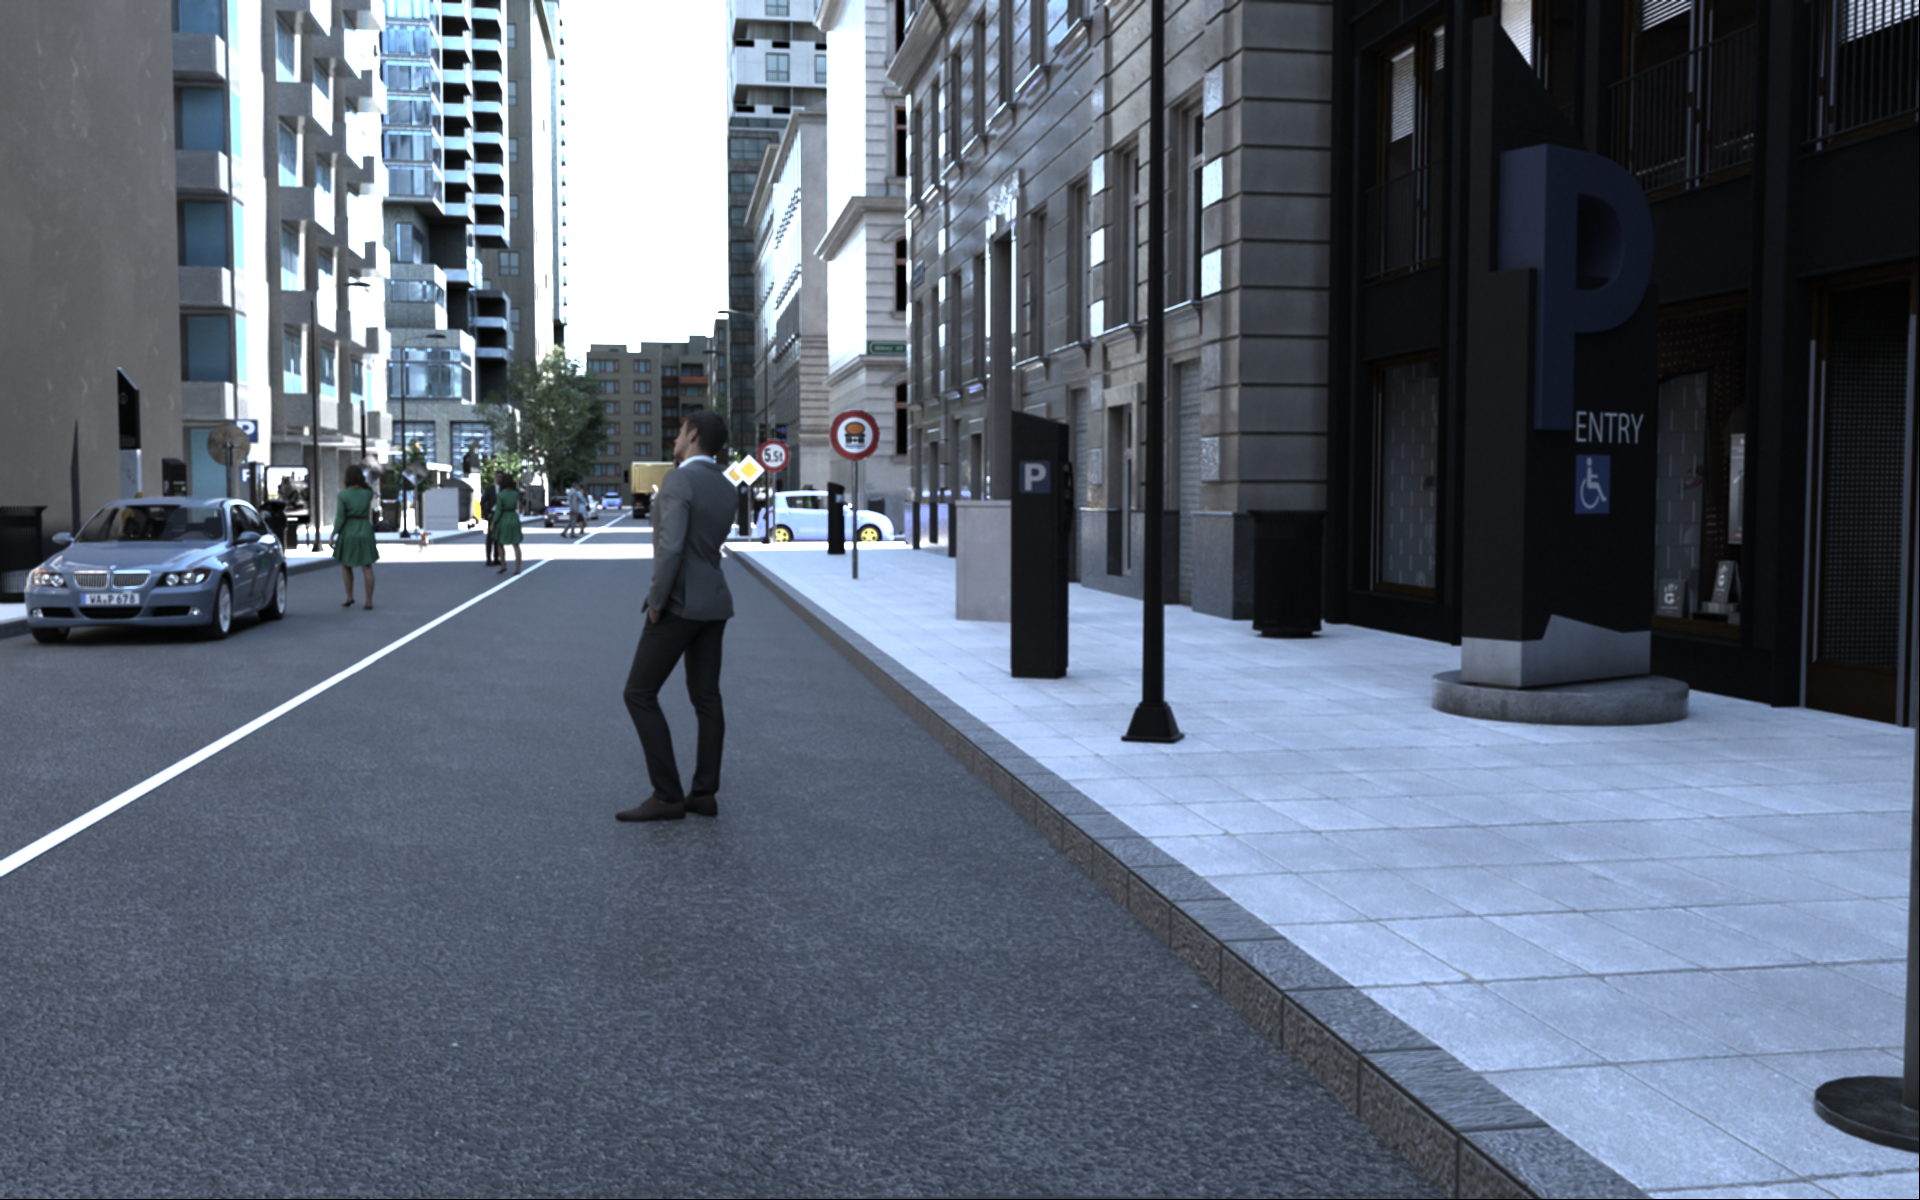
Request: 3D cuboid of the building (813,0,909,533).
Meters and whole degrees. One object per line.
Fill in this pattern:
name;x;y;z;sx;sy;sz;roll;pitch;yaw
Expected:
building;6.776;-16.880;63.377;23.554;28.519;14.401;-1;4;-10

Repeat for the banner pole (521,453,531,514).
banner pole;-26.322;-7.048;105.251;0.401;3.779;0.863;3;4;36

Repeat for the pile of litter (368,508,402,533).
pile of litter;-19.532;-2.681;57.796;1.719;0.858;1.176;1;4;14

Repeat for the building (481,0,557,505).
building;-56.106;-36.025;178.244;27.495;52.752;28.713;-1;4;-10

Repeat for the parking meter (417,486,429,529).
parking meter;-19.851;-3.568;64.051;0.255;1.863;0.399;3;5;42

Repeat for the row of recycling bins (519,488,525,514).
row of recycling bins;-28.924;-6.350;110.938;1.069;1.692;3.534;1;4;22

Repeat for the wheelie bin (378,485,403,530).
wheelie bin;-20.540;-3.341;62.534;0.980;1.594;0.693;0;4;-1

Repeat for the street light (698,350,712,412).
street light;-7.597;-5.102;55.952;1.470;5.913;1.316;-1;4;-10

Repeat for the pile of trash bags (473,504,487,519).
pile of trash bags;-25.495;-4.731;87.101;1.912;1.369;3.447;3;5;44

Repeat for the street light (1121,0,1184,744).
street light;0.476;-2.218;8.808;1.470;5.913;1.316;-1;4;-10

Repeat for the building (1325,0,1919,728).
building;11.040;-11.019;9.837;12.332;23.373;15.834;-1;4;-10

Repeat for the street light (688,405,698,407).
street light;-13.492;-7.211;90.447;1.470;5.913;1.316;-1;4;-10

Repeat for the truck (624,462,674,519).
truck;-18.493;-6.641;104.502;3.469;3.379;9.791;-1;4;-11

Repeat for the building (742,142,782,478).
building;-5.283;-17.072;112.413;16.112;22.955;30.059;-1;4;-10

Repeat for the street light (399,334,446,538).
street light;-15.601;-4.755;50.289;1.470;5.913;1.316;-1;4;-10

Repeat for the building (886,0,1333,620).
building;6.280;-14.212;29.631;12.463;27.353;25.104;-1;4;-10

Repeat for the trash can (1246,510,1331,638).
trash can;2.947;-0.240;15.583;0.748;1.137;0.748;0;3;0

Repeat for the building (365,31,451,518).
building;-46.315;-24.815;97.614;32.217;40.220;23.993;-1;4;-10

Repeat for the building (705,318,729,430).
building;-12.835;-20.894;186.648;27.650;21.520;28.899;-1;4;-10

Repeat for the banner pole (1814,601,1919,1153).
banner pole;2.150;-0.829;3.564;0.863;3.779;0.401;-3;4;-37

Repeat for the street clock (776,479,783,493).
street clock;-8.927;-4.947;85.450;0.358;2.002;0.471;1;4;18

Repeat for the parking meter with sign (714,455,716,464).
parking meter with sign;-10.747;-4.874;75.953;0.543;3.016;1.738;0;4;-7

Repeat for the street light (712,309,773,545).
street light;-5.428;-4.357;43.783;1.470;5.913;1.316;-1;4;-10

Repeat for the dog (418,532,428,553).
dog;-13.193;-1.427;42.626;0.540;0.507;0.406;2;4;27

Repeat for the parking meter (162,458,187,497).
parking meter;-12.776;-1.376;28.209;0.399;1.863;0.255;3;5;43

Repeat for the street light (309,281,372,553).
street light;-13.538;-3.996;37.870;1.470;5.913;1.316;-1;4;-10

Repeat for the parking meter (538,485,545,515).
parking meter;-25.547;-6.119;105.755;0.399;1.863;0.255;2;4;30

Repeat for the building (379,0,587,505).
building;-62.442;-55.261;216.186;31.000;86.520;22.319;-1;4;-10

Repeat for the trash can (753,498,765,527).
trash can;-7.625;-3.364;66.647;0.748;1.137;0.748;0;3;0

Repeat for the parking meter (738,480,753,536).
parking meter;-6.531;-2.878;52.769;0.399;1.863;0.255;0;4;7

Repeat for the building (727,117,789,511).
building;-11.337;-22.341;136.971;14.160;30.474;14.107;-1;4;-10

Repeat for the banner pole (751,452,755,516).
banner pole;-12.257;-6.886;102.601;0.401;3.779;0.863;-2;4;-26

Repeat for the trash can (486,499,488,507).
trash can;-29.411;-5.862;107.491;0.748;1.137;0.748;0;3;0

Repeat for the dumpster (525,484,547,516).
dumpster;-25.330;-5.964;103.272;1.264;1.857;1.865;-1;4;-10

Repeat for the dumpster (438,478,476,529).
dumpster;-18.446;-3.527;63.432;1.264;1.857;1.865;-1;4;-10

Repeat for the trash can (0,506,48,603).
trash can;-11.222;-0.544;20.544;0.748;1.137;0.748;0;3;0

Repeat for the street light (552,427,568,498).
street light;-27.619;-9.001;119.699;1.470;5.913;1.316;-1;4;-10

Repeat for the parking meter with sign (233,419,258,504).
parking meter with sign;-16.376;-2.661;39.767;0.543;3.016;1.738;-1;4;-22

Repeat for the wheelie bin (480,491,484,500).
wheelie bin;-26.258;-5.290;94.407;0.980;1.594;0.693;3;5;45

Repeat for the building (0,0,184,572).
building;-24.277;-12.320;31.116;15.834;23.373;12.332;-1;4;-10

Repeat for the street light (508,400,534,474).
street light;-21.645;-6.895;85.278;1.470;5.913;1.316;-1;4;-10

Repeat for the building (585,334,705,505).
building;-33.224;-23.238;224.976;28.899;21.520;27.650;-1;4;-10

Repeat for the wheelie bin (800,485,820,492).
wheelie bin;-5.051;-3.039;57.603;0.693;1.594;0.980;-2;4;-28

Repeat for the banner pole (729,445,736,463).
banner pole;-10.500;-5.397;78.265;0.863;3.779;0.401;1;4;22

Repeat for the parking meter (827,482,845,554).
parking meter;-2.639;-1.744;36.931;0.372;1.533;0.369;0;3;0

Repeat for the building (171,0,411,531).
building;-34.107;-27.165;63.762;23.786;49.044;30.456;-1;4;-10

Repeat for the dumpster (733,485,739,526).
dumpster;-9.197;-3.834;68.440;1.264;1.857;1.865;-1;4;-10

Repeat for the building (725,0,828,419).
building;-7.315;-34.789;158.044;28.713;52.752;27.495;-1;4;-10

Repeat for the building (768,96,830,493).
building;-4.223;-14.609;88.003;9.793;20.994;18.267;-1;4;-10

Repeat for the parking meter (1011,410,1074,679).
parking meter;0.573;-0.391;12.108;0.399;1.863;0.255;1;4;20
